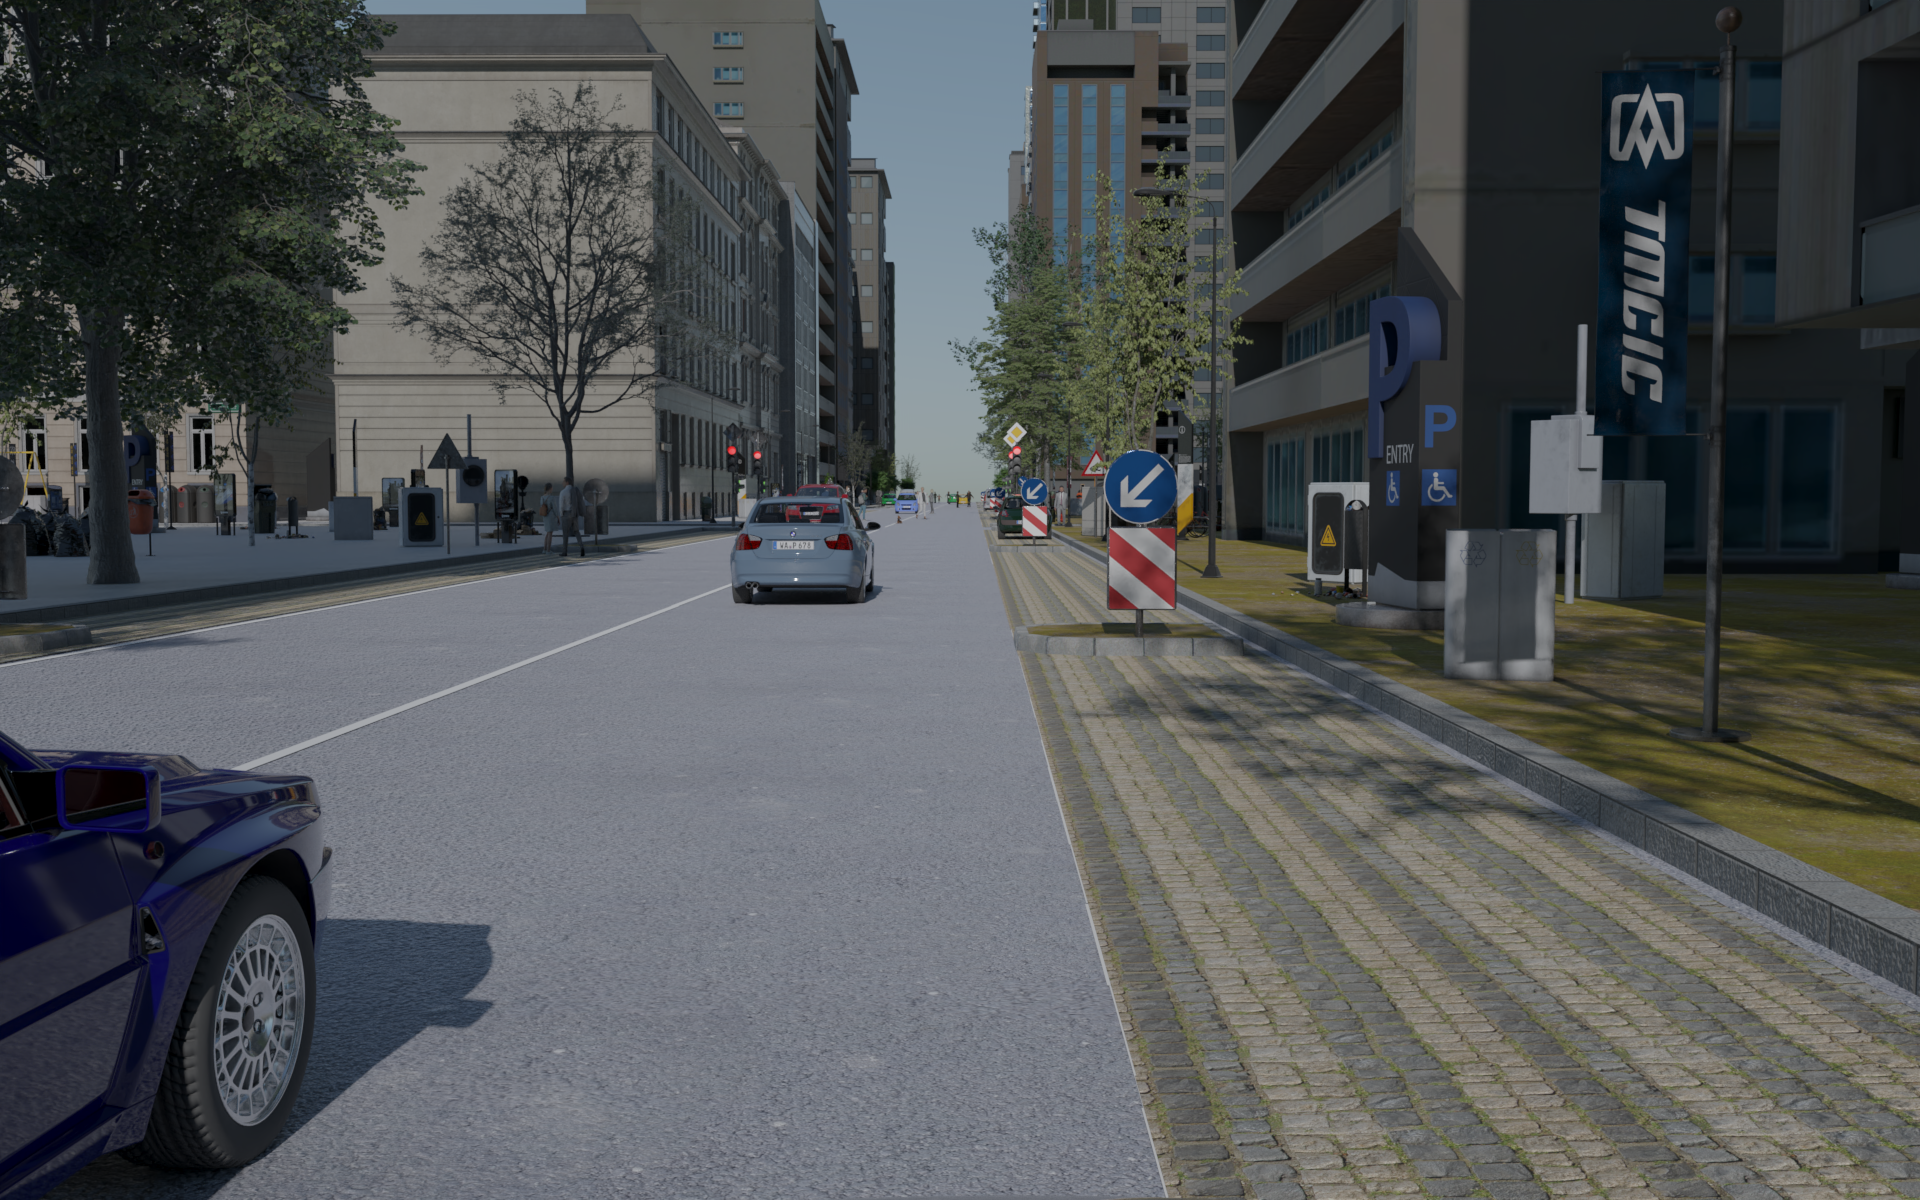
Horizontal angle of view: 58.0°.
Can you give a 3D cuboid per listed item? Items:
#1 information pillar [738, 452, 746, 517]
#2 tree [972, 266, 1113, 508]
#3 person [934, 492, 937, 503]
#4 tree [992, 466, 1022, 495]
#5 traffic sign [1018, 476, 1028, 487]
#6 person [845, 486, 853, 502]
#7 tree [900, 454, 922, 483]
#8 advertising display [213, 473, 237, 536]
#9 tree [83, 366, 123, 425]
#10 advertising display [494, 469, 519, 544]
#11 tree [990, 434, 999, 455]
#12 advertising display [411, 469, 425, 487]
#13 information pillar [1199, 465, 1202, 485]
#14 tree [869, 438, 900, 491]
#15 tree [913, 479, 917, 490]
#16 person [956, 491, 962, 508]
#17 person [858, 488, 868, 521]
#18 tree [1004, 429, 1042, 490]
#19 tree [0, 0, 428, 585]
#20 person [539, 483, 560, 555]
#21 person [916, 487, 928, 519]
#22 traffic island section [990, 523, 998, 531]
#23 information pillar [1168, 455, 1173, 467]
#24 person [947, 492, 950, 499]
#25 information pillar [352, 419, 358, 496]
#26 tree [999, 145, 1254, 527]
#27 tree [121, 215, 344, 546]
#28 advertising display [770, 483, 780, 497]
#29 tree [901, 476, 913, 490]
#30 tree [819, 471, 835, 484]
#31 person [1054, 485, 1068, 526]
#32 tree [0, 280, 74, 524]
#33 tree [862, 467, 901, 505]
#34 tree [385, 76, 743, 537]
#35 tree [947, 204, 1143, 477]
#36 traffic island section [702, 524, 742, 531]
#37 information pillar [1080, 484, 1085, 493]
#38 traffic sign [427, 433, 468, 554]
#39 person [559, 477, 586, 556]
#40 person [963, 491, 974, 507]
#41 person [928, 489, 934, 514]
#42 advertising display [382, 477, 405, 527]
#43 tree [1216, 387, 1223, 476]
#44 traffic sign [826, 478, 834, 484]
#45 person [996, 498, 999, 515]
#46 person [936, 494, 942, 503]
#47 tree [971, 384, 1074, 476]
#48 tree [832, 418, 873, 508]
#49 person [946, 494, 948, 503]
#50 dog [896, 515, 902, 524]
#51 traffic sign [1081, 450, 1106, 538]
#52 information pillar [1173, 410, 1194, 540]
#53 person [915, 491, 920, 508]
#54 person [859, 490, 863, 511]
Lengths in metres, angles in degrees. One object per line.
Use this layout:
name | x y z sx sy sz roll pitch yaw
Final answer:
information pillar | -11.968 -6.337 94.969 0.504 3.616 0.183 1 4 23
tree | 4.221 -10.287 86.315 7.486 12.596 7.792 0 3 0
person | -3.940 -16.120 272.076 0.705 1.821 1.348 3 5 40
tree | 5.145 -11.967 179.375 4.285 4.588 4.351 0 3 0
traffic sign | 4.511 -7.609 124.516 0.768 2.556 0.104 0 4 4
person | -6.285 -5.405 96.232 0.648 1.900 0.474 1 4 20
tree | -9.140 -22.026 310.478 4.360 8.622 3.978 0 3 0
advertising display | -22.783 -2.965 53.698 0.974 1.923 0.123 2 4 32
tree | -30.239 -7.024 65.207 4.360 8.622 3.978 0 3 0
advertising display | -11.800 -2.437 45.054 0.974 1.923 0.123 3 5 44
tree | 4.748 -11.357 136.056 4.737 8.622 4.395 0 3 0
advertising display | -14.007 -2.422 44.808 0.123 1.923 0.974 0 4 -3
information pillar | 19.191 -8.943 137.578 0.183 3.616 0.504 -3 5 -39
tree | -10.000 -16.596 221.706 4.737 8.622 4.395 0 3 0
tree | -9.184 -19.423 301.286 4.285 4.588 4.351 0 3 0
person | -0.157 -10.510 181.056 0.721 1.735 1.217 -2 4 -27
person | -5.159 -5.103 92.278 0.721 1.781 0.623 -3 5 -43
tree | 5.851 -12.504 154.806 4.360 8.622 3.978 0 3 0
tree | -12.117 -7.205 24.451 9.857 13.997 8.962 0 3 0
person | -9.665 -1.909 40.720 0.512 1.701 0.522 2 4 27
person | -2.160 -5.489 98.126 0.818 1.842 0.514 3 5 45
traffic island section | 2.239 -2.786 67.827 2.009 0.180 2.903 0 4 0
information pillar | 12.045 -6.564 98.676 0.183 3.616 0.504 -3 4 -39
person | -1.620 -15.049 254.692 0.705 1.807 1.348 -2 4 -27
information pillar | -18.767 -3.818 53.787 0.183 3.616 0.504 -1 4 -12
tree | 4.135 -5.341 37.681 4.737 8.622 4.395 0 3 0
tree | -17.523 -5.656 42.836 4.360 8.622 3.978 0 3 0
advertising display | -10.595 -5.754 99.289 0.123 1.923 0.974 1 4 21
tree | -9.698 -15.614 239.005 4.285 4.588 4.351 0 3 0
tree | -10.514 -8.889 139.941 1.663 3.219 1.824 0 3 0
person | 4.283 -3.917 72.820 0.678 1.792 0.850 0 4 8
tree | -30.564 -6.412 55.192 4.737 8.622 4.395 0 3 0
tree | -10.374 -14.974 228.534 4.285 4.588 4.351 0 3 0
tree | -11.695 -8.635 51.551 12.009 13.543 11.850 0 3 0
tree | 5.586 -15.626 111.372 12.611 20.169 13.585 0 3 0
traffic island section | -8.902 -2.791 67.917 2.009 0.180 2.903 0 4 0
information pillar | 9.026 -7.543 127.824 0.304 2.012 0.304 0 4 -4
traffic sign | -10.911 -2.256 36.885 0.884 2.594 0.081 0 4 2
person | -8.868 -1.898 39.631 0.850 1.850 0.679 3 5 42
person | 0.966 -11.117 190.291 1.348 1.821 0.705 2 4 29
person | -2.104 -7.084 124.506 0.526 1.800 0.537 2 4 24
advertising display | -22.034 -3.802 67.383 0.974 1.923 0.123 1 4 16
tree | 16.892 -9.304 102.480 4.360 8.622 3.978 0 3 0
traffic sign | -10.203 -8.312 135.912 0.884 2.594 0.081 0 4 2
person | 2.616 -6.577 116.004 0.580 1.828 0.573 -1 4 -12
person | -3.224 -15.602 266.847 1.065 1.426 0.557 0 4 4
tree | 5.132 -12.821 144.031 8.767 10.594 7.601 -1 4 -9
tree | -10.140 -13.115 164.793 4.360 8.622 3.978 0 3 0
person | -1.846 -16.330 275.476 1.348 1.826 0.705 -2 4 -31
dog | -3.028 -3.911 84.131 0.550 0.427 0.748 2 4 29
traffic sign | 4.009 -3.119 51.001 0.884 2.594 0.081 0 4 7
information pillar | 6.233 -3.462 47.962 0.504 3.616 0.183 3 5 45
person | -3.593 -8.420 147.163 0.512 1.701 0.522 -1 4 -19
person | -8.472 -8.613 149.805 0.515 1.767 0.782 0 4 0
